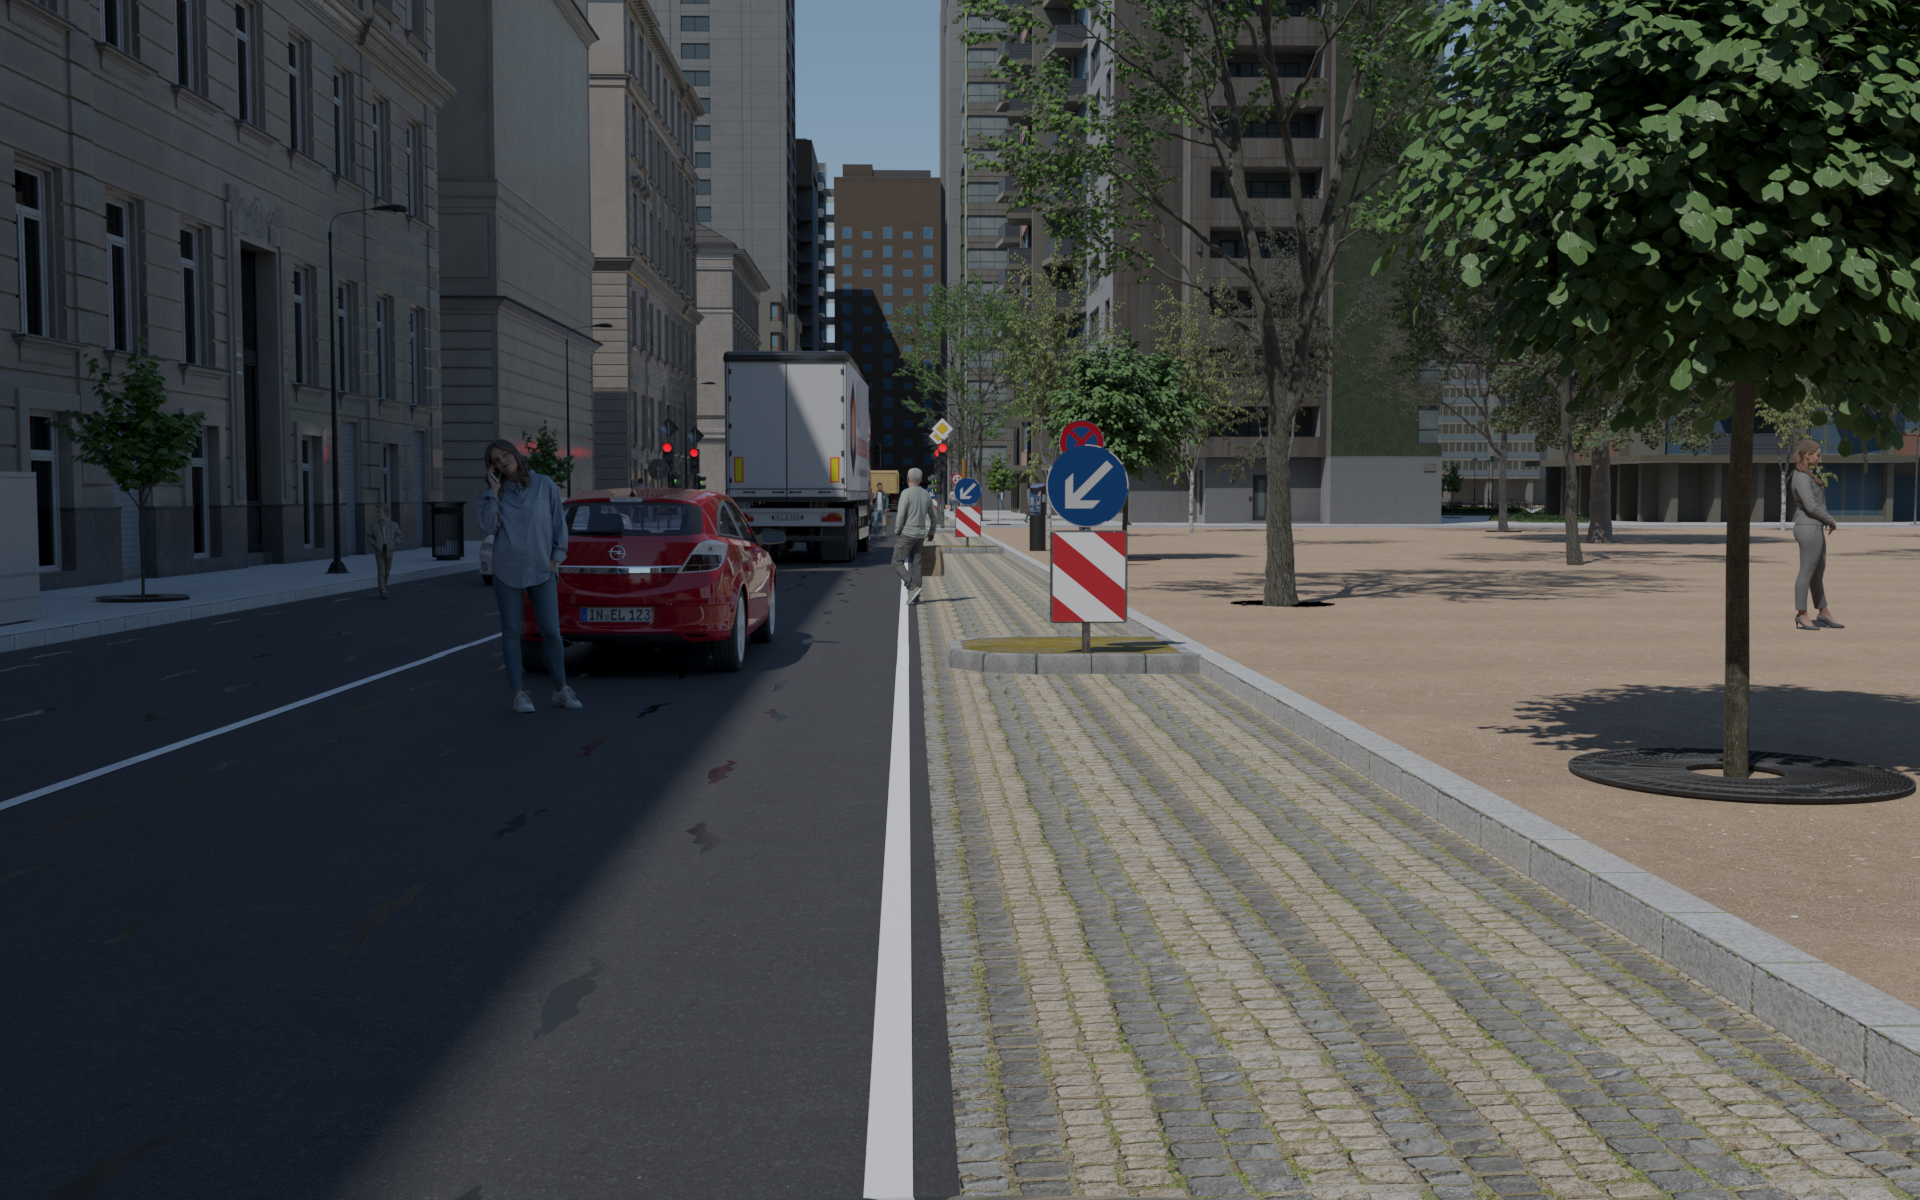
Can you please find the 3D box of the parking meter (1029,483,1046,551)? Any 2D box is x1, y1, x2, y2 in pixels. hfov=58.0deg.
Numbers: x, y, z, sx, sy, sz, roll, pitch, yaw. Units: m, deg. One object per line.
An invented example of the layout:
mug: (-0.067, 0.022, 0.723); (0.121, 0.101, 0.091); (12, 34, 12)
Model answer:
parking meter: (1.749, -1.870, 38.988); (0.372, 1.533, 0.369); (0, 3, 0)

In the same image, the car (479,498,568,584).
car: (-6.707, -1.032, 29.234); (2.083, 1.381, 4.827); (0, 4, 0)

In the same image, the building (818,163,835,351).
building: (-32.556, -38.067, 242.009); (30.456, 49.044, 23.786); (0, 4, -2)

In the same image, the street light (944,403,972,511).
street light: (0.019, -7.117, 88.908); (1.470, 5.913, 1.316); (0, 4, -2)

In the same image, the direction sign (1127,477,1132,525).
direction sign: (6.946, -4.869, 71.602); (0.876, 3.537, 0.379); (0, 4, 2)

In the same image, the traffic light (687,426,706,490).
traffic light: (-10.966, -5.069, 71.806); (0.839, 4.253, 0.868); (0, 4, -2)

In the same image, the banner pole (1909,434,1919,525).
banner pole: (40.319, -5.048, 72.553); (0.863, 3.779, 0.401); (1, 4, 14)

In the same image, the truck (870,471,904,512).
truck: (-6.304, -8.898, 141.402); (3.469, 3.379, 9.791); (0, 4, -2)

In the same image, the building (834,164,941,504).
building: (-9.853, -35.962, 238.089); (14.200, 45.320, 14.600); (0, 4, -2)

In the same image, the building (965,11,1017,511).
building: (7.339, -27.920, 140.093); (14.154, 41.232, 14.086); (0, 4, -2)

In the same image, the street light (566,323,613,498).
street light: (-10.135, -4.566, 47.196); (1.470, 5.913, 1.316); (0, 4, -2)

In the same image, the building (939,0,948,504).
building: (7.506, -49.124, 241.434); (20.611, 71.187, 20.563); (0, 4, -2)

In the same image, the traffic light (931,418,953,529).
traffic light: (-0.666, -4.601, 64.146); (0.839, 4.253, 0.868); (0, 4, -2)

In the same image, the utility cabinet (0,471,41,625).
utility cabinet: (-9.457, -0.507, 16.964); (0.318, 1.500, 1.173); (0, 4, -4)

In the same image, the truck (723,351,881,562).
truck: (-3.420, -3.100, 39.591); (2.839, 4.237, 11.283); (0, 4, 0)

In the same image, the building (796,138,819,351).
building: (-24.930, -34.489, 214.009); (14.200, 45.320, 14.600); (0, 4, -2)

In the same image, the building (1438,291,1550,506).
building: (58.329, -31.496, 206.834); (23.993, 40.220, 32.217); (0, 4, -2)

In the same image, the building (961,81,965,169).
building: (11.415, -34.153, 178.005); (23.786, 49.044, 30.456); (0, 4, -2)

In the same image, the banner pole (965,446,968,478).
banner pole: (0.329, -6.183, 91.108); (0.401, 3.779, 0.863); (0, 4, -4)

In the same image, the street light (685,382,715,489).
street light: (-10.806, -6.065, 71.702); (1.470, 5.913, 1.316); (0, 4, -2)

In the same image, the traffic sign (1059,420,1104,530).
traffic sign: (2.096, -1.823, 29.906); (0.768, 2.556, 0.104); (0, 4, 7)

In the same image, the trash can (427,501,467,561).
trash can: (-9.920, -1.339, 33.540); (0.748, 1.137, 0.748); (0, 3, 0)

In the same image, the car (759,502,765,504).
car: (-7.787, -4.073, 75.271); (2.281, 1.827, 5.304); (0, 4, -4)

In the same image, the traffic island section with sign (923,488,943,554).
traffic island section with sign: (0.057, -2.056, 42.238); (1.989, 1.847, 2.006); (0, 4, -2)

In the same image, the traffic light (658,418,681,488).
traffic light: (-10.722, -4.581, 63.825); (0.839, 4.253, 0.868); (0, 4, -2)

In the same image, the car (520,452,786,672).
car: (-2.675, -0.394, 15.477); (2.155, 1.783, 4.494); (0, 4, -1)

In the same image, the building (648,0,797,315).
building: (-25.835, -45.675, 185.030); (20.563, 71.187, 20.611); (0, 4, -2)

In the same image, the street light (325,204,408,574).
street light: (-9.536, -3.384, 27.864); (1.470, 5.913, 1.316); (0, 4, -2)

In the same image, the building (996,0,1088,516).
building: (13.638, -27.882, 110.489); (22.147, 44.769, 28.867); (0, 4, -2)

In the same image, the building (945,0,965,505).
building: (8.778, -40.669, 206.929); (21.231, 58.520, 28.212); (0, 4, -2)

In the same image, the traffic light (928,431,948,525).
traffic light: (-0.910, -5.089, 72.128); (0.839, 4.253, 0.868); (0, 4, -2)

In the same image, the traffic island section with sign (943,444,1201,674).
traffic island section with sign: (0.892, -0.367, 14.621); (1.989, 1.847, 2.006); (0, 4, -2)

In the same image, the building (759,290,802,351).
building: (-29.400, -19.327, 161.040); (27.650, 21.520, 28.899); (0, 4, -2)

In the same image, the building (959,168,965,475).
building: (6.875, -23.516, 156.184); (14.160, 30.474, 14.107); (0, 4, -2)

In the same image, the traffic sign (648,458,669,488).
traffic sign: (-10.794, -3.782, 61.935); (0.768, 2.556, 0.104); (0, 4, 5)

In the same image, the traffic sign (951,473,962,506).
traffic sign: (-0.164, -6.354, 103.987); (0.768, 2.556, 0.104); (0, 4, 5)

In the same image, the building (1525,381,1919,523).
building: (44.078, -26.393, 86.158); (28.867, 44.769, 22.147); (0, 4, -2)
